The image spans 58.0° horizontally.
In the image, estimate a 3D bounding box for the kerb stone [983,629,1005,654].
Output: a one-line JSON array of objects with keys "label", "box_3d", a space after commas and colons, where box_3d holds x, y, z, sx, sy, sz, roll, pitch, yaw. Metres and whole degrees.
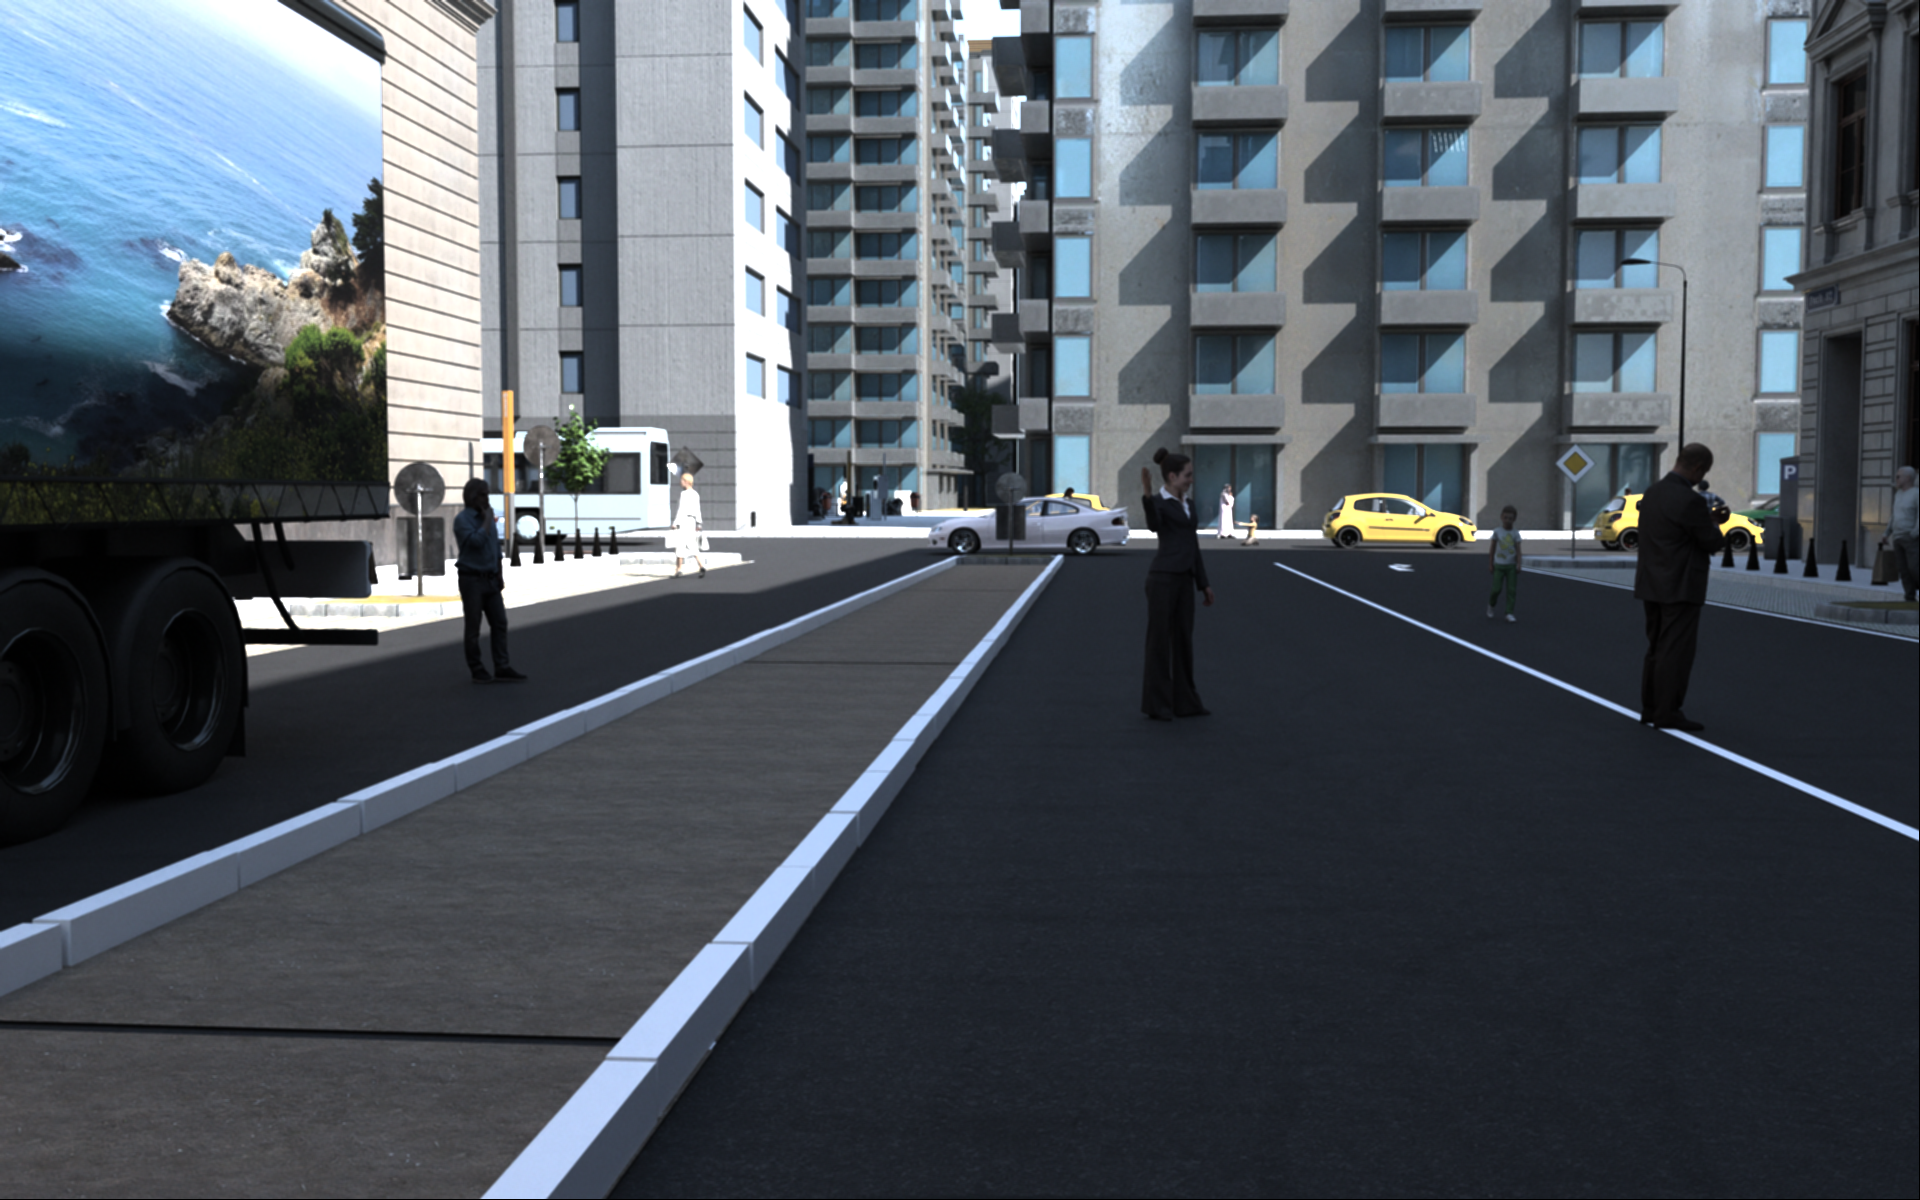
[{"label": "kerb stone", "box_3d": [0.293, 0.397, 15.700, 0.120, 0.150, 1.000, 0, 4, 5]}]

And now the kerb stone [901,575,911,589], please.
[{"label": "kerb stone", "box_3d": [-0.890, -0.245, 26.205, 0.120, 0.150, 1.000, 0, 4, 5]}]

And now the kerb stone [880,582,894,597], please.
[{"label": "kerb stone", "box_3d": [-1.072, -0.119, 24.154, 0.120, 0.150, 1.000, 0, 4, 5]}]

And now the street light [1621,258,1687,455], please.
[{"label": "street light", "box_3d": [13.719, -3.775, 34.255, 1.470, 5.913, 1.316, 0, 4, 5]}]

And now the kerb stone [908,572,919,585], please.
[{"label": "kerb stone", "box_3d": [-0.799, -0.308, 27.236, 0.120, 0.150, 1.000, 0, 4, 5]}]

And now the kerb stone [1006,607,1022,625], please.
[{"label": "kerb stone", "box_3d": [0.558, 0.209, 18.776, 0.120, 0.150, 1.000, 0, 4, 5]}]

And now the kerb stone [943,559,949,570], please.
[{"label": "kerb stone", "box_3d": [-0.351, -0.619, 32.377, 0.120, 0.150, 1.000, 0, 4, 5]}]

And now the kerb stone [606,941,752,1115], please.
[{"label": "kerb stone", "box_3d": [-0.704, 1.086, 4.445, 0.120, 0.150, 1.000, 0, 4, 5]}]

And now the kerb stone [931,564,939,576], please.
[{"label": "kerb stone", "box_3d": [-0.530, -0.497, 30.314, 0.120, 0.150, 1.000, 0, 4, 5]}]

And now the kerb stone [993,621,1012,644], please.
[{"label": "kerb stone", "box_3d": [0.388, 0.335, 16.724, 0.120, 0.150, 1.000, 0, 4, 5]}]

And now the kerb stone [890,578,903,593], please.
[{"label": "kerb stone", "box_3d": [-0.981, -0.183, 25.184, 0.120, 0.150, 1.000, 0, 4, 5]}]

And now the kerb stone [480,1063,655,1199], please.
[{"label": "kerb stone", "box_3d": [-0.789, 1.148, 3.424, 0.120, 0.150, 1.000, 0, 4, 5]}]

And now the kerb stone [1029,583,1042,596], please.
[{"label": "kerb stone", "box_3d": [1.010, -0.103, 23.884, 0.120, 0.150, 1.000, 0, 4, 5]}]

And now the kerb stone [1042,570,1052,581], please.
[{"label": "kerb stone", "box_3d": [1.374, -0.354, 27.978, 0.120, 0.150, 1.000, 0, 4, 5]}]

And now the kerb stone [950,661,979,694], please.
[{"label": "kerb stone", "box_3d": [0.020, 0.586, 12.628, 0.120, 0.150, 1.000, 0, 4, 5]}]

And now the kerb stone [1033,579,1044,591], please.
[{"label": "kerb stone", "box_3d": [1.096, -0.166, 24.905, 0.120, 0.150, 1.000, 0, 4, 5]}]

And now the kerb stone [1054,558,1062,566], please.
[{"label": "kerb stone", "box_3d": [1.824, -0.667, 33.095, 0.120, 0.150, 1.000, 0, 4, 5]}]

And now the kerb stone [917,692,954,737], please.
[{"label": "kerb stone", "box_3d": [-0.159, 0.711, 10.574, 0.120, 0.150, 1.000, 0, 4, 5]}]

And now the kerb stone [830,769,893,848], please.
[{"label": "kerb stone", "box_3d": [-0.424, 0.898, 7.507, 0.120, 0.150, 1.000, 0, 4, 5]}]

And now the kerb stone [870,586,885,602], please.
[{"label": "kerb stone", "box_3d": [-1.161, -0.056, 23.113, 0.120, 0.150, 1.000, 0, 4, 5]}]

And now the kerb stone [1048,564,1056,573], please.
[{"label": "kerb stone", "box_3d": [1.546, -0.477, 30.020, 0.120, 0.150, 1.000, 0, 4, 5]}]

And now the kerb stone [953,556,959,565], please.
[{"label": "kerb stone", "box_3d": [-0.174, -0.748, 34.420, 0.120, 0.150, 1.000, 0, 4, 5]}]

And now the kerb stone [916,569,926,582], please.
[{"label": "kerb stone", "box_3d": [-0.710, -0.368, 28.263, 0.120, 0.150, 1.000, 0, 4, 5]}]

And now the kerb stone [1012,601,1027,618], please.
[{"label": "kerb stone", "box_3d": [0.652, 0.147, 19.796, 0.120, 0.150, 1.000, 0, 4, 5]}]

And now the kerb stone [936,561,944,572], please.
[{"label": "kerb stone", "box_3d": [-0.441, -0.559, 31.343, 0.120, 0.150, 1.000, 0, 4, 5]}]

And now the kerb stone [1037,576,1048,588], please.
[{"label": "kerb stone", "box_3d": [1.193, -0.226, 25.925, 0.120, 0.150, 1.000, 0, 4, 5]}]

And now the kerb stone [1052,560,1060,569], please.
[{"label": "kerb stone", "box_3d": [1.729, -0.604, 32.070, 0.120, 0.150, 1.000, 0, 4, 5]}]

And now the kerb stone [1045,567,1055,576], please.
[{"label": "kerb stone", "box_3d": [1.469, -0.409, 28.999, 0.120, 0.150, 1.000, 0, 4, 5]}]

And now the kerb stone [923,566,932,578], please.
[{"label": "kerb stone", "box_3d": [-0.621, -0.432, 29.290, 0.120, 0.150, 1.000, 0, 4, 5]}]

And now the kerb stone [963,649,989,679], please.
[{"label": "kerb stone", "box_3d": [0.110, 0.522, 13.653, 0.120, 0.150, 1.000, 0, 4, 5]}]

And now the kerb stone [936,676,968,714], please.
[{"label": "kerb stone", "box_3d": [-0.068, 0.651, 11.606, 0.120, 0.150, 1.000, 0, 4, 5]}]

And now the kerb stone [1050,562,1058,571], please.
[{"label": "kerb stone", "box_3d": [1.642, -0.538, 31.049, 0.120, 0.150, 1.000, 0, 4, 5]}]

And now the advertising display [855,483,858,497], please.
[{"label": "advertising display", "box_3d": [-6.084, -5.914, 101.909, 0.123, 1.923, 0.974, 0, 4, -5]}]

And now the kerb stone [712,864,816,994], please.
[{"label": "kerb stone", "box_3d": [-0.609, 1.024, 5.465, 0.120, 0.150, 1.000, 0, 4, 5]}]

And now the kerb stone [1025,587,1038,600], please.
[{"label": "kerb stone", "box_3d": [0.915, -0.041, 22.862, 0.120, 0.150, 1.000, 0, 4, 5]}]

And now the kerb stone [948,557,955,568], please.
[{"label": "kerb stone", "box_3d": [-0.249, -0.685, 33.396, 0.120, 0.150, 1.000, 0, 4, 5]}]

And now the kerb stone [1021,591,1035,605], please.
[{"label": "kerb stone", "box_3d": [0.828, 0.022, 21.841, 0.120, 0.150, 1.000, 0, 4, 5]}]

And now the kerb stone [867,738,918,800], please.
[{"label": "kerb stone", "box_3d": [-0.336, 0.837, 8.527, 0.120, 0.150, 1.000, 0, 4, 5]}]

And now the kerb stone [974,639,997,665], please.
[{"label": "kerb stone", "box_3d": [0.199, 0.465, 14.674, 0.120, 0.150, 1.000, 0, 4, 5]}]

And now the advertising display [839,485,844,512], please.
[{"label": "advertising display", "box_3d": [-8.239, -7.070, 120.809, 0.123, 1.923, 0.974, 1, 4, 10]}]

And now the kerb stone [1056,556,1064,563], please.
[{"label": "kerb stone", "box_3d": [1.918, -0.729, 34.118, 0.120, 0.150, 1.000, 0, 4, 5]}]

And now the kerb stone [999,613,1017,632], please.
[{"label": "kerb stone", "box_3d": [0.470, 0.273, 17.745, 0.120, 0.150, 1.000, 0, 4, 5]}]

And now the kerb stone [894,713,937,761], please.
[{"label": "kerb stone", "box_3d": [-0.253, 0.773, 9.553, 0.120, 0.150, 1.000, 0, 4, 5]}]

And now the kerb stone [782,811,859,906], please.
[{"label": "kerb stone", "box_3d": [-0.519, 0.965, 6.486, 0.120, 0.150, 1.000, 0, 4, 5]}]

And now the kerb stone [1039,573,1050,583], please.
[{"label": "kerb stone", "box_3d": [1.279, -0.291, 26.946, 0.120, 0.150, 1.000, 0, 4, 5]}]

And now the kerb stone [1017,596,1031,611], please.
[{"label": "kerb stone", "box_3d": [0.738, 0.084, 20.820, 0.120, 0.150, 1.000, 0, 4, 5]}]
